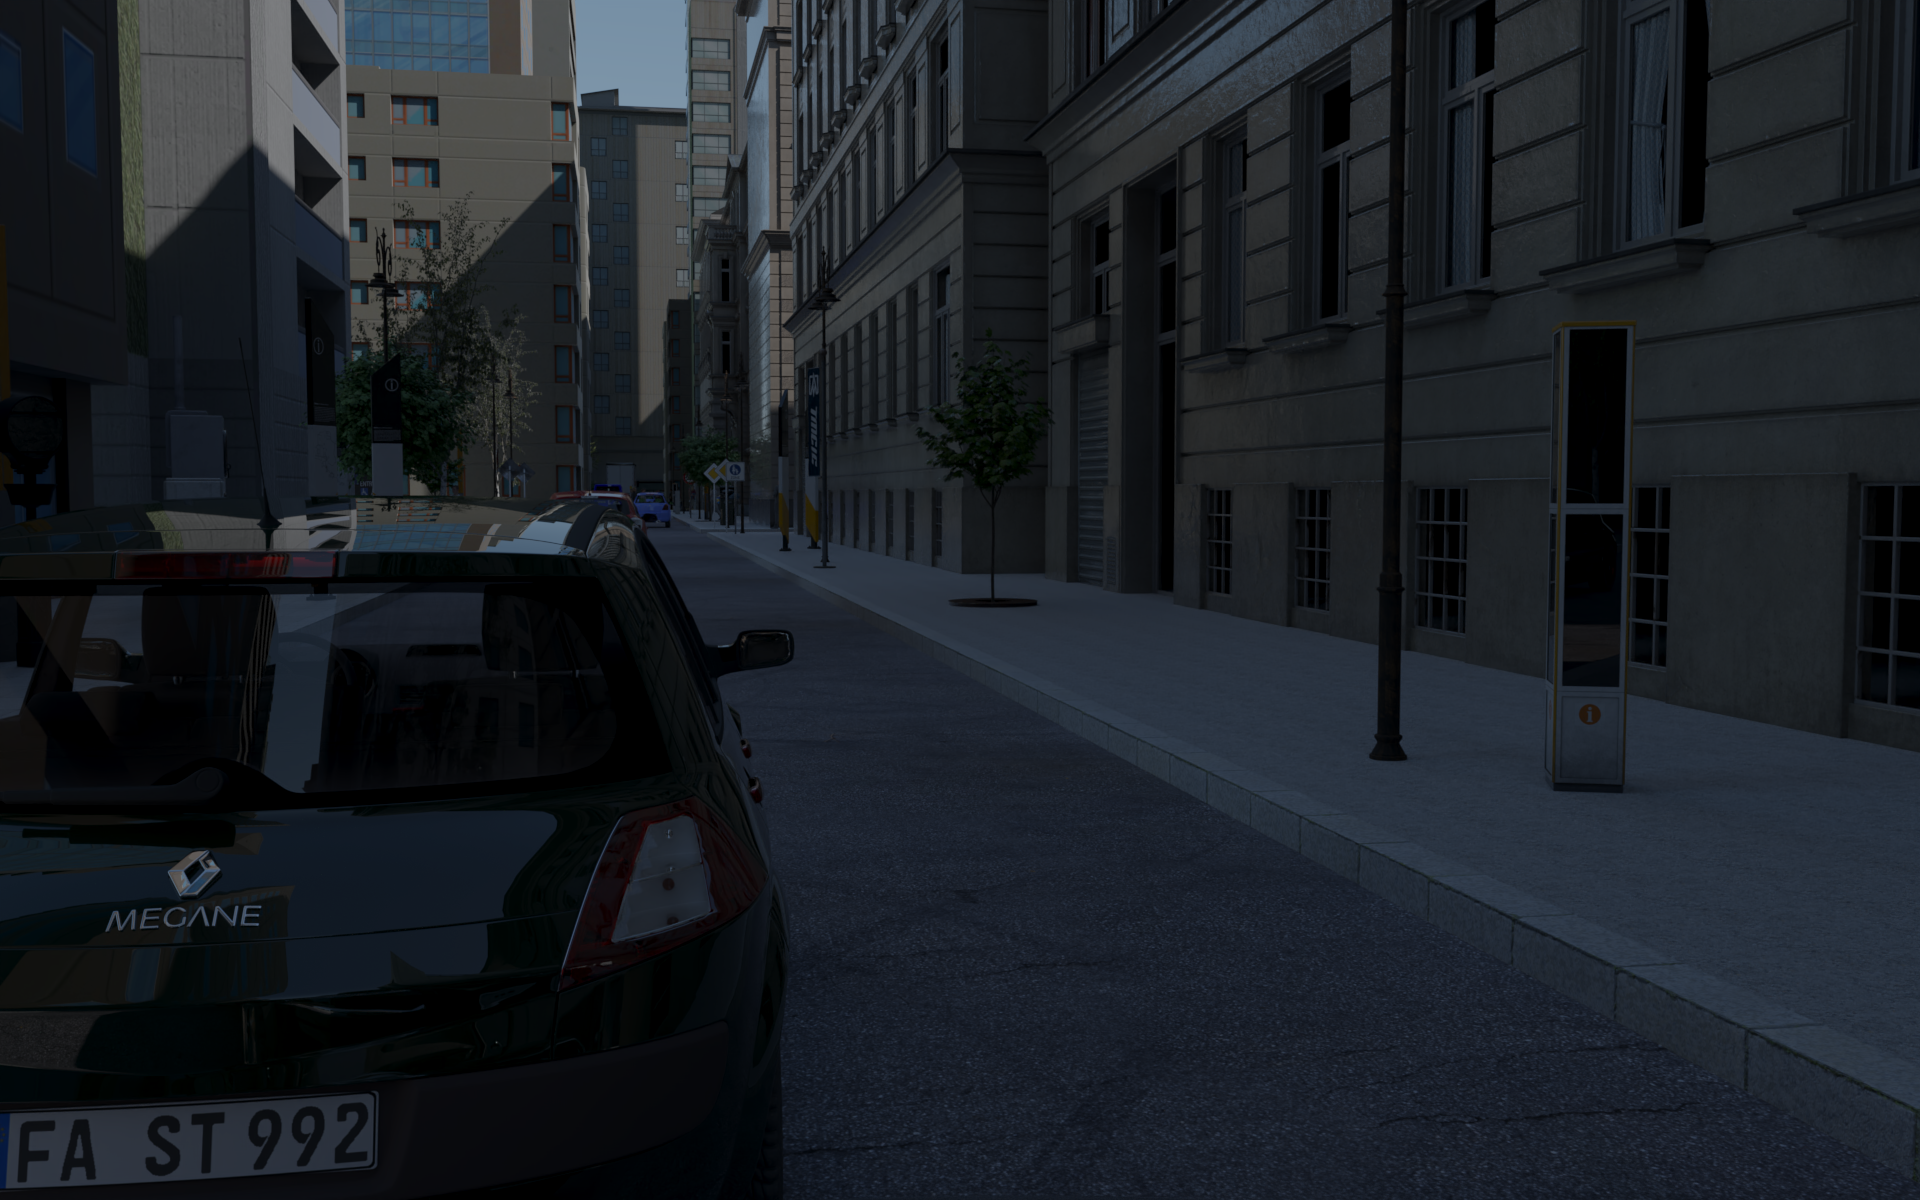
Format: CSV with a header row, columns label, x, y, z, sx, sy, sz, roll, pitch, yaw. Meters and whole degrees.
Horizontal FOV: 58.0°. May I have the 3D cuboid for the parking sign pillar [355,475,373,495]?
label,x,y,z,sx,sy,sz,roll,pitch,yaw
parking sign pillar,-22.441,-4.717,65.590,1.447,3.967,1.447,1,4,21

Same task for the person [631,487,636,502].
label,x,y,z,sx,sy,sz,roll,pitch,yaw
person,-16.507,-4.767,86.652,0.699,1.804,1.509,1,4,19

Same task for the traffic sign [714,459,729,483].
label,x,y,z,sx,sy,sz,roll,pitch,yaw
traffic sign,-7.617,-3.329,56.623,0.795,2.593,0.064,-1,4,-11

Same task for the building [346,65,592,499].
label,x,y,z,sx,sy,sz,roll,pitch,yaw
building,-32.303,-14.598,83.718,27.650,21.520,28.899,-1,4,-11

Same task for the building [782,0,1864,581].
label,x,y,z,sx,sy,sz,roll,pitch,yaw
building,4.471,-12.786,42.334,16.112,22.955,30.059,-1,4,-11

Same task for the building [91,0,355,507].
label,x,y,z,sx,sy,sz,roll,pitch,yaw
building,-29.680,-30.415,39.277,28.212,58.520,21.231,-1,4,-11

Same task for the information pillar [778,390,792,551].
label,x,y,z,sx,sy,sz,roll,pitch,yaw
information pillar,-3.940,-2.897,38.728,0.183,3.616,0.504,1,4,12

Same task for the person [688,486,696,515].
label,x,y,z,sx,sy,sz,roll,pitch,yaw
person,-16.849,-6.286,108.796,0.580,1.828,0.573,2,4,29

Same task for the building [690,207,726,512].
label,x,y,z,sx,sy,sz,roll,pitch,yaw
building,-14.187,-18.404,129.777,11.050,23.489,19.941,-1,4,-11

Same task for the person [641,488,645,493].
label,x,y,z,sx,sy,sz,roll,pitch,yaw
person,-16.977,-5.109,92.781,0.466,1.731,0.760,2,4,30

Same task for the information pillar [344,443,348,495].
label,x,y,z,sx,sy,sz,roll,pitch,yaw
information pillar,-14.263,-2.947,39.544,0.504,3.616,0.183,-2,4,-35

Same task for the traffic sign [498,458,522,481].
label,x,y,z,sx,sy,sz,roll,pitch,yaw
traffic sign,-14.391,-3.251,55.345,0.795,2.593,0.064,-1,4,-11

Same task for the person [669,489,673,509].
label,x,y,z,sx,sy,sz,roll,pitch,yaw
person,-24.154,-8.409,144.245,0.721,1.735,1.217,-1,4,-12

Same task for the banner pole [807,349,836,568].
label,x,y,z,sx,sy,sz,roll,pitch,yaw
banner pole,-2.468,-2.455,30.149,0.401,3.779,0.863,-2,4,-31

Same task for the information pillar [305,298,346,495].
label,x,y,z,sx,sy,sz,roll,pitch,yaw
information pillar,-7.725,-1.811,20.965,0.183,3.616,0.504,1,4,13

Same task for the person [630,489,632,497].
label,x,y,z,sx,sy,sz,roll,pitch,yaw
person,-21.922,-6.520,115.308,0.583,1.804,0.606,-2,4,-29

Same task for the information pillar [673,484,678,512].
label,x,y,z,sx,sy,sz,roll,pitch,yaw
information pillar,-19.869,-7.124,120.974,0.304,2.012,0.304,0,4,8

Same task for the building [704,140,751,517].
label,x,y,z,sx,sy,sz,roll,pitch,yaw
building,-7.844,-17.376,103.177,14.460,24.649,34.723,-1,4,-11

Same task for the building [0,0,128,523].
label,x,y,z,sx,sy,sz,roll,pitch,yaw
building,-16.340,-22.209,13.233,14.600,45.320,14.200,-1,4,-11

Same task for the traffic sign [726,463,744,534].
label,x,y,z,sx,sy,sz,roll,pitch,yaw
traffic sign,-7.177,-3.254,55.328,0.606,2.300,0.079,-1,4,-10

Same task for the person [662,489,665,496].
label,x,y,z,sx,sy,sz,roll,pitch,yaw
person,-31.590,-10.893,184.231,1.350,1.814,0.705,2,4,34

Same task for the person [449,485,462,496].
label,x,y,z,sx,sy,sz,roll,pitch,yaw
person,-12.840,-2.183,44.323,0.523,1.515,0.503,3,5,44

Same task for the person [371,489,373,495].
label,x,y,z,sx,sy,sz,roll,pitch,yaw
person,-21.401,-3.525,63.801,0.709,1.813,0.853,0,4,-7

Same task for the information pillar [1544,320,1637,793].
label,x,y,z,sx,sy,sz,roll,pitch,yaw
information pillar,2.730,-0.186,7.526,0.304,2.012,0.304,1,4,12

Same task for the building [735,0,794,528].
label,x,y,z,sx,sy,sz,roll,pitch,yaw
building,3.625,-16.848,72.722,25.104,27.353,12.463,-1,4,-11

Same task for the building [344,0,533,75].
label,x,y,z,sx,sy,sz,roll,pitch,yaw
building,-35.106,-28.280,112.488,14.600,45.320,14.200,-1,4,-11

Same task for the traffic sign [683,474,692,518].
label,x,y,z,sx,sy,sz,roll,pitch,yaw
traffic sign,-14.308,-5.618,91.959,0.768,2.556,0.104,0,4,-4

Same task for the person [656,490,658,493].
label,x,y,z,sx,sy,sz,roll,pitch,yaw
person,-34.726,-11.714,198.500,0.436,1.711,0.756,-1,4,-23

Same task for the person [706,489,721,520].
label,x,y,z,sx,sy,sz,roll,pitch,yaw
person,-12.137,-4.851,85.637,0.850,1.792,0.678,-1,4,-11

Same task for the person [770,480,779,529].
label,x,y,z,sx,sy,sz,roll,pitch,yaw
person,-6.736,-3.561,64.073,0.447,1.846,0.655,3,5,43

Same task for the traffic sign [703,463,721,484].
label,x,y,z,sx,sy,sz,roll,pitch,yaw
traffic sign,-9.126,-3.809,64.465,0.795,2.593,0.064,-1,4,-11

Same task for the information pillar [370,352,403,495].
label,x,y,z,sx,sy,sz,roll,pitch,yaw
information pillar,-9.386,-2.268,28.436,0.504,3.616,0.183,-2,4,-24

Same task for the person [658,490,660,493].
label,x,y,z,sx,sy,sz,roll,pitch,yaw
person,-36.971,-12.583,212.326,0.434,1.755,0.990,-2,4,-26

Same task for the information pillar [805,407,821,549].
label,x,y,z,sx,sy,sz,roll,pitch,yaw
information pillar,-3.458,-3.004,40.475,0.183,3.616,0.504,-2,4,-34

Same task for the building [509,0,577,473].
label,x,y,z,sx,sy,sz,roll,pitch,yaw
building,-43.146,-31.895,145.177,21.300,48.544,21.600,-1,4,-11

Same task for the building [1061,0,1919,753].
label,x,y,z,sx,sy,sz,roll,pitch,yaw
building,11.111,-10.995,13.056,16.112,22.955,30.059,-1,4,-11

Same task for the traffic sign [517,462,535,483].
label,x,y,z,sx,sy,sz,roll,pitch,yaw
traffic sign,-15.900,-3.731,63.187,0.795,2.593,0.064,-1,4,-11
